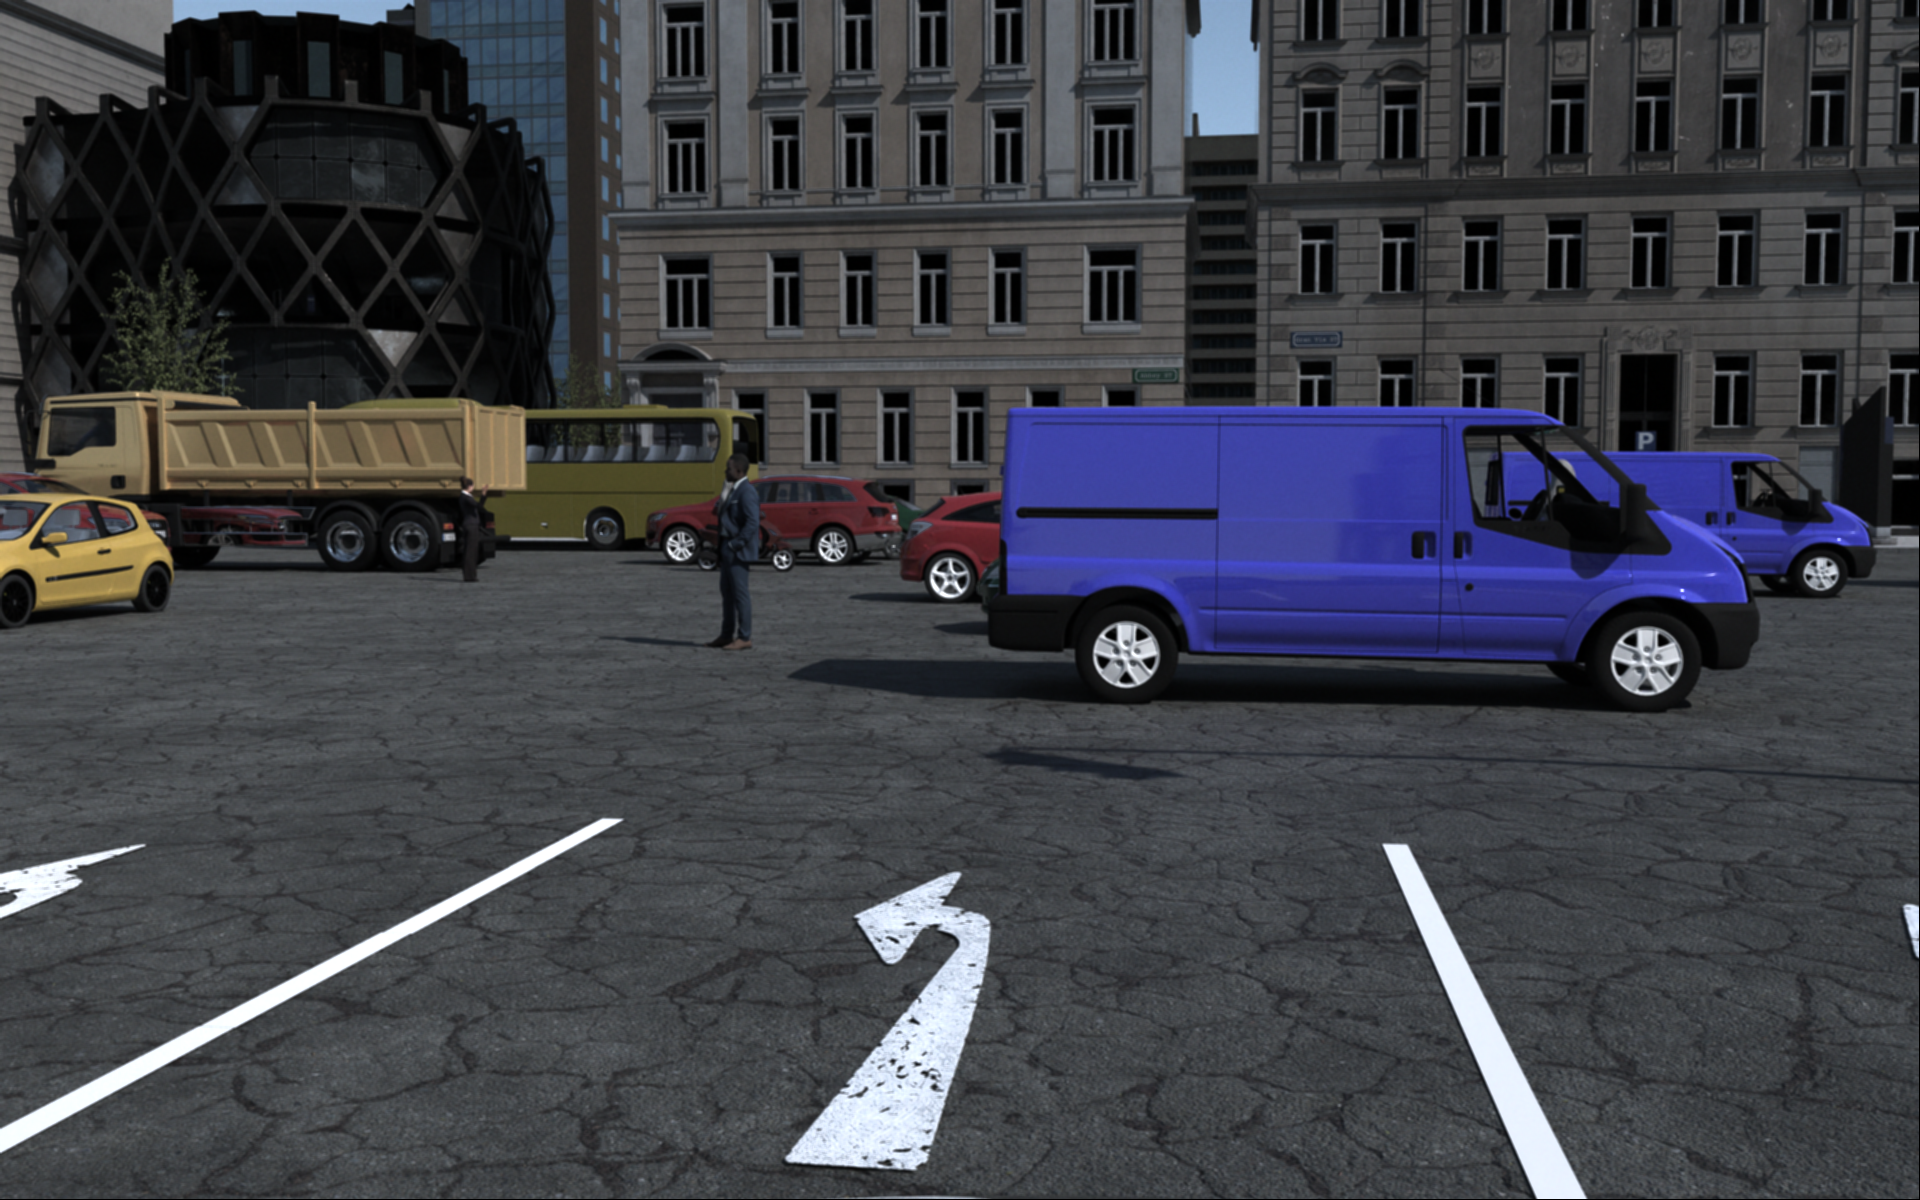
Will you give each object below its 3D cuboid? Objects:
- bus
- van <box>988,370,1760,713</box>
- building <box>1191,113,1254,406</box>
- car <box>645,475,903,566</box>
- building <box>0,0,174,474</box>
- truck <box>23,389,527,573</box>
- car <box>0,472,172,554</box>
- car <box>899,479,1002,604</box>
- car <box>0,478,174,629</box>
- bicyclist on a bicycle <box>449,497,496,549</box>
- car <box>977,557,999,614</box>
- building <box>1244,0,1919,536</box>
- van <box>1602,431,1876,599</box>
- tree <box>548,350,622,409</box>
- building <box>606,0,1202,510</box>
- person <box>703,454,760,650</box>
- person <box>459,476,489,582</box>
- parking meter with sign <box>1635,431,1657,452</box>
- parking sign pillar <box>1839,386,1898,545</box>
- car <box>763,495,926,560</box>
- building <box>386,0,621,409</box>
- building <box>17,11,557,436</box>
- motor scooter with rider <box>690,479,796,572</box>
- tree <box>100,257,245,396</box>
[{"bbox_3d":[-11.435,-3.249,44.676,12.252,3.916,2.896,1,4,9],"label":"bus"},{"bbox_3d":[2.869,-0.490,12.398,5.245,2.365,2.240,0,4,8],"label":"van"},{"bbox_3d":[28.670,-36.712,223.949,21.600,48.544,21.300,1,4,9],"label":"building"},{"bbox_3d":[-3.831,-1.640,35.486,5.304,1.827,2.281,1,4,9],"label":"car"},{"bbox_3d":[-45.715,-17.304,70.312,23.554,28.519,14.401,1,4,9],"label":"building"},{"bbox_3d":[-13.391,-2.276,33.133,9.791,3.379,3.469,1,4,8],"label":"truck"},{"bbox_3d":[-16.370,-1.308,30.058,5.304,1.827,2.281,0,4,8],"label":"car"},{"bbox_3d":[1.440,-0.865,23.187,4.494,1.783,2.155,1,4,10],"label":"car"},{"bbox_3d":[-10.734,-0.580,19.709,2.015,1.641,3.980,0,4,7],"label":"car"},{"bbox_3d":[-10.999,-1.721,38.156,1.625,1.676,1.499,0,4,7],"label":"bicyclist on a bicycle"},{"bbox_3d":[2.619,-0.367,17.800,4.920,1.459,2.131,1,4,9],"label":"car"},{"bbox_3d":[22.327,-16.008,58.997,25.104,27.353,12.463,1,4,9],"label":"building"},{"bbox_3d":[10.233,-1.254,24.881,5.245,2.365,2.240,1,4,10],"label":"van"},{"bbox_3d":[-20.333,-8.481,89.035,4.737,8.622,4.395,0,3,0],"label":"tree"},{"bbox_3d":[-1.241,-16.996,63.796,20.117,28.700,13.634,1,4,9],"label":"building"},{"bbox_3d":[-2.063,-0.447,15.995,0.419,1.800,0.721,-2,4,-30],"label":"person"},{"bbox_3d":[-7.889,-1.160,28.275,0.742,1.727,0.445,2,4,25],"label":"person"},{"bbox_3d":[18.577,-3.125,47.362,0.543,3.016,1.738,2,4,31],"label":"parking meter with sign"},{"bbox_3d":[23.050,-3.395,43.982,1.447,3.967,1.447,-1,4,-11],"label":"parking sign pillar"},{"bbox_3d":[-2.585,-1.636,38.541,4.920,1.459,2.131,1,4,9],"label":"car"},{"bbox_3d":[-28.921,-28.628,118.178,14.600,45.320,14.200,1,4,9],"label":"building"},{"bbox_3d":[-25.501,-12.343,69.254,16.811,18.784,16.820,1,4,9],"label":"building"},{"bbox_3d":[-4.017,-1.407,31.976,1.986,1.779,0.876,0,4,7],"label":"motor scooter with rider"},{"bbox_3d":[-25.130,-6.385,54.761,4.737,8.622,4.395,0,3,0],"label":"tree"}]
